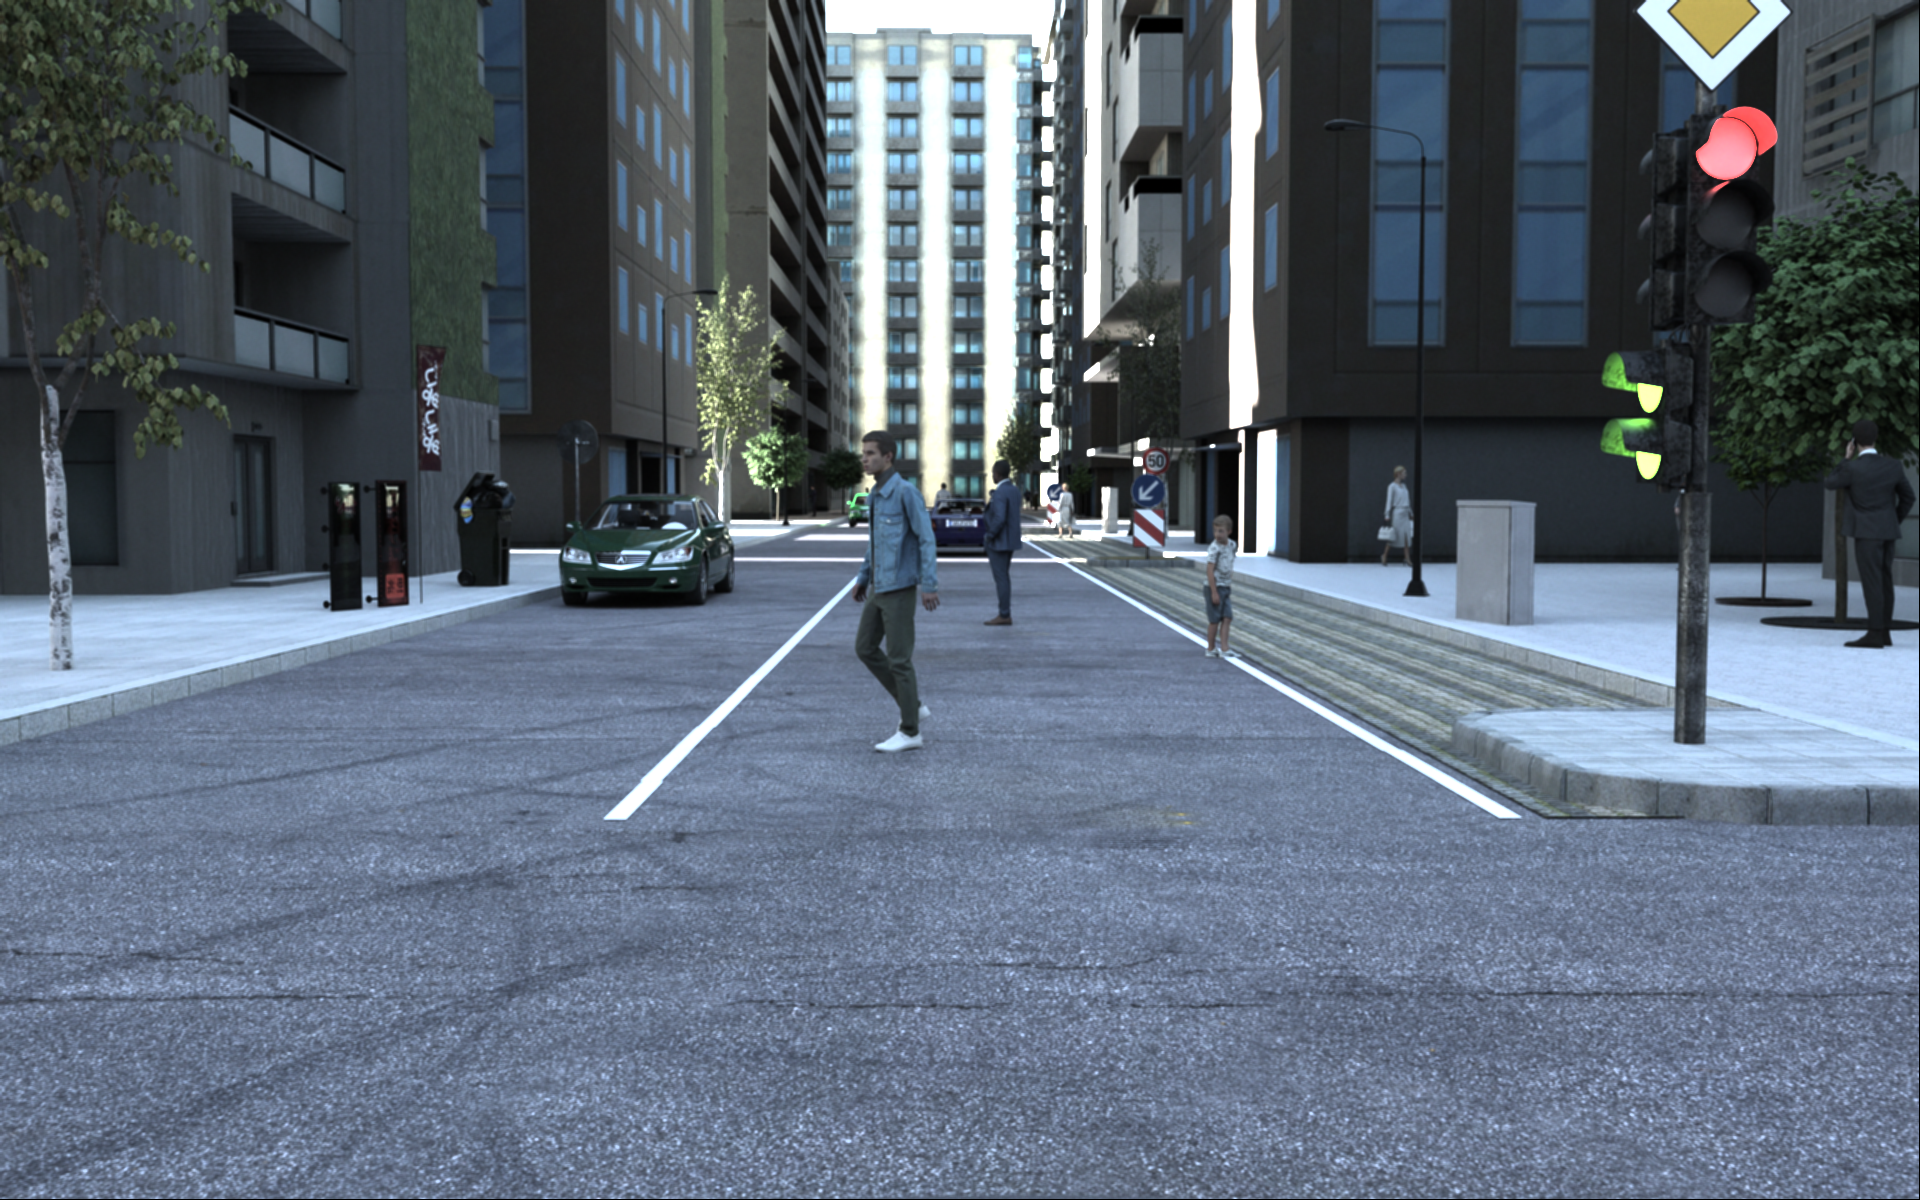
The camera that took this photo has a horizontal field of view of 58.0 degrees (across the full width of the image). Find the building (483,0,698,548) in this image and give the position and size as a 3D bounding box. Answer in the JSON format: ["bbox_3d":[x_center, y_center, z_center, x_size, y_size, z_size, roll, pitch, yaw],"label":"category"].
[{"bbox_3d":[-15.109,-24.230,46.269,14.600,45.320,14.200,0,4,-1],"label":"building"}]

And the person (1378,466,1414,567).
[{"bbox_3d":[7.764,-1.484,30.655,0.694,1.780,0.624,-2,4,-25],"label":"person"}]

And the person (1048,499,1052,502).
[{"bbox_3d":[6.117,-6.899,118.713,0.599,1.838,0.709,0,4,-6],"label":"person"}]

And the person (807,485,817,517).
[{"bbox_3d":[-8.370,-5.589,97.874,0.568,1.767,0.683,-1,4,-17],"label":"person"}]

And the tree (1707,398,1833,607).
[{"bbox_3d":[9.326,-1.550,19.949,1.663,3.219,1.824,0,3,0],"label":"tree"}]

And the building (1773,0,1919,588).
[{"bbox_3d":[19.112,-20.469,18.263,14.086,41.232,14.154,0,4,-1],"label":"building"}]

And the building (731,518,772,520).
[{"bbox_3d":[-20.092,-28.765,94.011,21.300,48.544,21.600,0,4,-1],"label":"building"}]

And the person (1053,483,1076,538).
[{"bbox_3d":[3.396,-2.883,55.994,0.694,1.780,0.624,-1,4,-16],"label":"person"}]

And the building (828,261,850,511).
[{"bbox_3d":[-24.428,-18.332,144.769,28.899,21.520,27.650,0,4,-1],"label":"building"}]

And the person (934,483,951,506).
[{"bbox_3d":[-0.615,-3.404,64.008,0.661,1.843,0.795,0,4,-5],"label":"person"}]

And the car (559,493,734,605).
[{"bbox_3d":[-4.219,-0.737,23.849,2.131,1.459,4.920,0,4,0],"label":"car"}]

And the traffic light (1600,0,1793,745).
[{"bbox_3d":[3.746,-1.217,8.824,0.839,4.253,0.868,0,4,-1],"label":"traffic light"}]

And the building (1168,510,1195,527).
[{"bbox_3d":[19.399,-29.363,69.329,28.713,52.752,27.495,0,4,-1],"label":"building"}]

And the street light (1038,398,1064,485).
[{"bbox_3d":[4.469,-6.816,83.981,1.470,5.913,1.316,0,4,-1],"label":"street light"}]

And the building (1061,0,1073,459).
[{"bbox_3d":[19.009,-31.924,141.567,23.786,49.044,30.456,0,4,-1],"label":"building"}]

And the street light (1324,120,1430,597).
[{"bbox_3d":[5.220,-3.005,21.681,1.470,5.913,1.316,0,4,-1],"label":"street light"}]

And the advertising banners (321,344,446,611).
[{"bbox_3d":[-6.504,-1.440,19.726,0.090,3.025,2.074,1,4,23],"label":"advertising banners"}]

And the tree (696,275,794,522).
[{"bbox_3d":[-8.017,-6.669,59.401,4.737,8.622,4.395,0,3,0],"label":"tree"}]

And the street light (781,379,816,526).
[{"bbox_3d":[-6.526,-5.972,70.185,1.470,5.913,1.316,0,4,-1],"label":"street light"}]

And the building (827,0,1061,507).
[{"bbox_3d":[-5.820,-34.310,180.577,30.456,49.044,23.786,0,4,-1],"label":"building"}]

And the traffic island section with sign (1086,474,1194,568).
[{"bbox_3d":[3.546,-1.577,34.418,1.989,1.847,2.006,0,4,-1],"label":"traffic island section with sign"}]

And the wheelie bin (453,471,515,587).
[{"bbox_3d":[-6.626,-0.998,24.234,0.693,1.594,0.980,0,4,5],"label":"wheelie bin"}]

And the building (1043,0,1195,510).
[{"bbox_3d":[23.131,-36.320,183.068,27.495,52.752,28.713,0,4,-1],"label":"building"}]

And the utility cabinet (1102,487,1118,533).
[{"bbox_3d":[4.893,-2.914,56.322,0.318,1.500,1.173,0,4,-6],"label":"utility cabinet"}]

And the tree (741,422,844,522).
[{"bbox_3d":[-8.422,-5.855,79.447,4.285,4.588,4.351,0,3,0],"label":"tree"}]

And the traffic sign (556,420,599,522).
[{"bbox_3d":[-6.560,-1.808,29.666,0.768,2.556,0.104,1,4,9],"label":"traffic sign"}]

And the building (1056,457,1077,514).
[{"bbox_3d":[17.423,-41.382,114.854,20.563,71.187,20.611,0,4,-1],"label":"building"}]

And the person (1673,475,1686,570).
[{"bbox_3d":[12.110,-1.387,28.987,0.573,1.790,0.520,-2,4,-28],"label":"person"}]

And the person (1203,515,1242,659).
[{"bbox_3d":[2.294,-0.119,15.131,0.332,1.250,0.352,0,4,-4],"label":"person"}]

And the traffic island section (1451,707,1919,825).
[{"bbox_3d":[3.787,0.816,8.939,2.009,0.180,2.903,0,4,-1],"label":"traffic island section"}]

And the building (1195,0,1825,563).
[{"bbox_3d":[12.768,-23.689,37.424,14.600,45.320,14.200,0,4,-1],"label":"building"}]

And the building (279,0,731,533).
[{"bbox_3d":[-17.091,-23.540,68.477,14.154,41.232,14.086,0,4,-1],"label":"building"}]

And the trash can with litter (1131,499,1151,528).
[{"bbox_3d":[5.247,-2.293,48.877,0.624,1.170,1.055,-1,4,-19],"label":"trash can with litter"}]

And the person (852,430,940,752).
[{"bbox_3d":[-0.348,-0.053,9.717,0.444,1.785,0.601,-1,4,-22],"label":"person"}]

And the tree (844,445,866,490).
[{"bbox_3d":[-7.516,-7.732,110.139,4.285,4.588,4.351,0,3,0],"label":"tree"}]

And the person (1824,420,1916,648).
[{"bbox_3d":[7.608,-0.559,14.540,0.648,1.900,0.474,-1,4,-21],"label":"person"}]

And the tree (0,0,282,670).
[{"bbox_3d":[-6.589,-3.780,12.167,4.737,8.622,4.395,0,3,0],"label":"tree"}]

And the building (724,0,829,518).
[{"bbox_3d":[-20.264,-30.126,116.269,21.300,48.544,21.600,0,4,-1],"label":"building"}]

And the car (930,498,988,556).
[{"bbox_3d":[0.010,-1.746,41.120,1.945,1.354,3.894,0,4,-1],"label":"car"}]

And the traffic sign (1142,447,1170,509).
[{"bbox_3d":[5.279,-2.854,46.762,0.768,2.556,0.104,0,4,0],"label":"traffic sign"}]

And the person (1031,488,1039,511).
[{"bbox_3d":[5.763,-7.738,133.297,0.721,1.736,1.217,-1,4,-22],"label":"person"}]

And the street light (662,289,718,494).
[{"bbox_3d":[-6.181,-4.089,39.395,1.470,5.913,1.316,0,4,-1],"label":"street light"}]

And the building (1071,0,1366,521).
[{"bbox_3d":[13.781,-27.395,98.014,14.600,45.320,14.200,0,4,-1],"label":"building"}]

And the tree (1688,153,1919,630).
[{"bbox_3d":[8.720,-2.029,16.896,4.285,4.588,4.351,0,3,0],"label":"tree"}]

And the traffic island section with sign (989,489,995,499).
[{"bbox_3d":[2.530,-7.897,137.748,1.989,1.847,2.006,0,4,-1],"label":"traffic island section with sign"}]

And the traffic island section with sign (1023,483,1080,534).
[{"bbox_3d":[3.266,-3.271,62.114,1.989,1.847,2.006,0,4,-1],"label":"traffic island section with sign"}]

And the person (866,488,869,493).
[{"bbox_3d":[-8.373,-9.185,155.843,0.705,1.869,1.348,-1,4,-11],"label":"person"}]

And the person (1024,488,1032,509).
[{"bbox_3d":[5.809,-8.593,146.979,0.683,1.767,0.568,0,4,-1],"label":"person"}]

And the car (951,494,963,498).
[{"bbox_3d":[-0.450,-8.090,142.060,2.009,1.686,4.222,0,4,1],"label":"car"}]

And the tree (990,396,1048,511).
[{"bbox_3d":[4.655,-11.019,130.517,4.737,8.622,4.395,0,3,0],"label":"tree"}]

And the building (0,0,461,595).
[{"bbox_3d":[-15.378,-20.800,23.682,14.154,41.232,14.086,0,4,-1],"label":"building"}]

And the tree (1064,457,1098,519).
[{"bbox_3d":[6.209,-5.816,89.693,1.663,3.219,1.824,0,3,0],"label":"tree"}]

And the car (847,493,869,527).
[{"bbox_3d":[-4.006,-4.181,77.159,1.959,1.807,4.718,0,4,-1],"label":"car"}]

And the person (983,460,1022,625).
[{"bbox_3d":[0.470,-0.629,18.973,0.419,1.800,0.721,1,4,14],"label":"person"}]

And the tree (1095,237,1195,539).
[{"bbox_3d":[5.905,-6.061,49.458,4.360,8.622,3.978,0,3,0],"label":"tree"}]

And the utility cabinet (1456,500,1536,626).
[{"bbox_3d":[5.363,-0.379,17.360,0.306,1.237,1.020,-1,4,-13],"label":"utility cabinet"}]

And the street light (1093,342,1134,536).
[{"bbox_3d":[4.752,-4.928,53.109,1.470,5.913,1.316,0,4,-1],"label":"street light"}]
